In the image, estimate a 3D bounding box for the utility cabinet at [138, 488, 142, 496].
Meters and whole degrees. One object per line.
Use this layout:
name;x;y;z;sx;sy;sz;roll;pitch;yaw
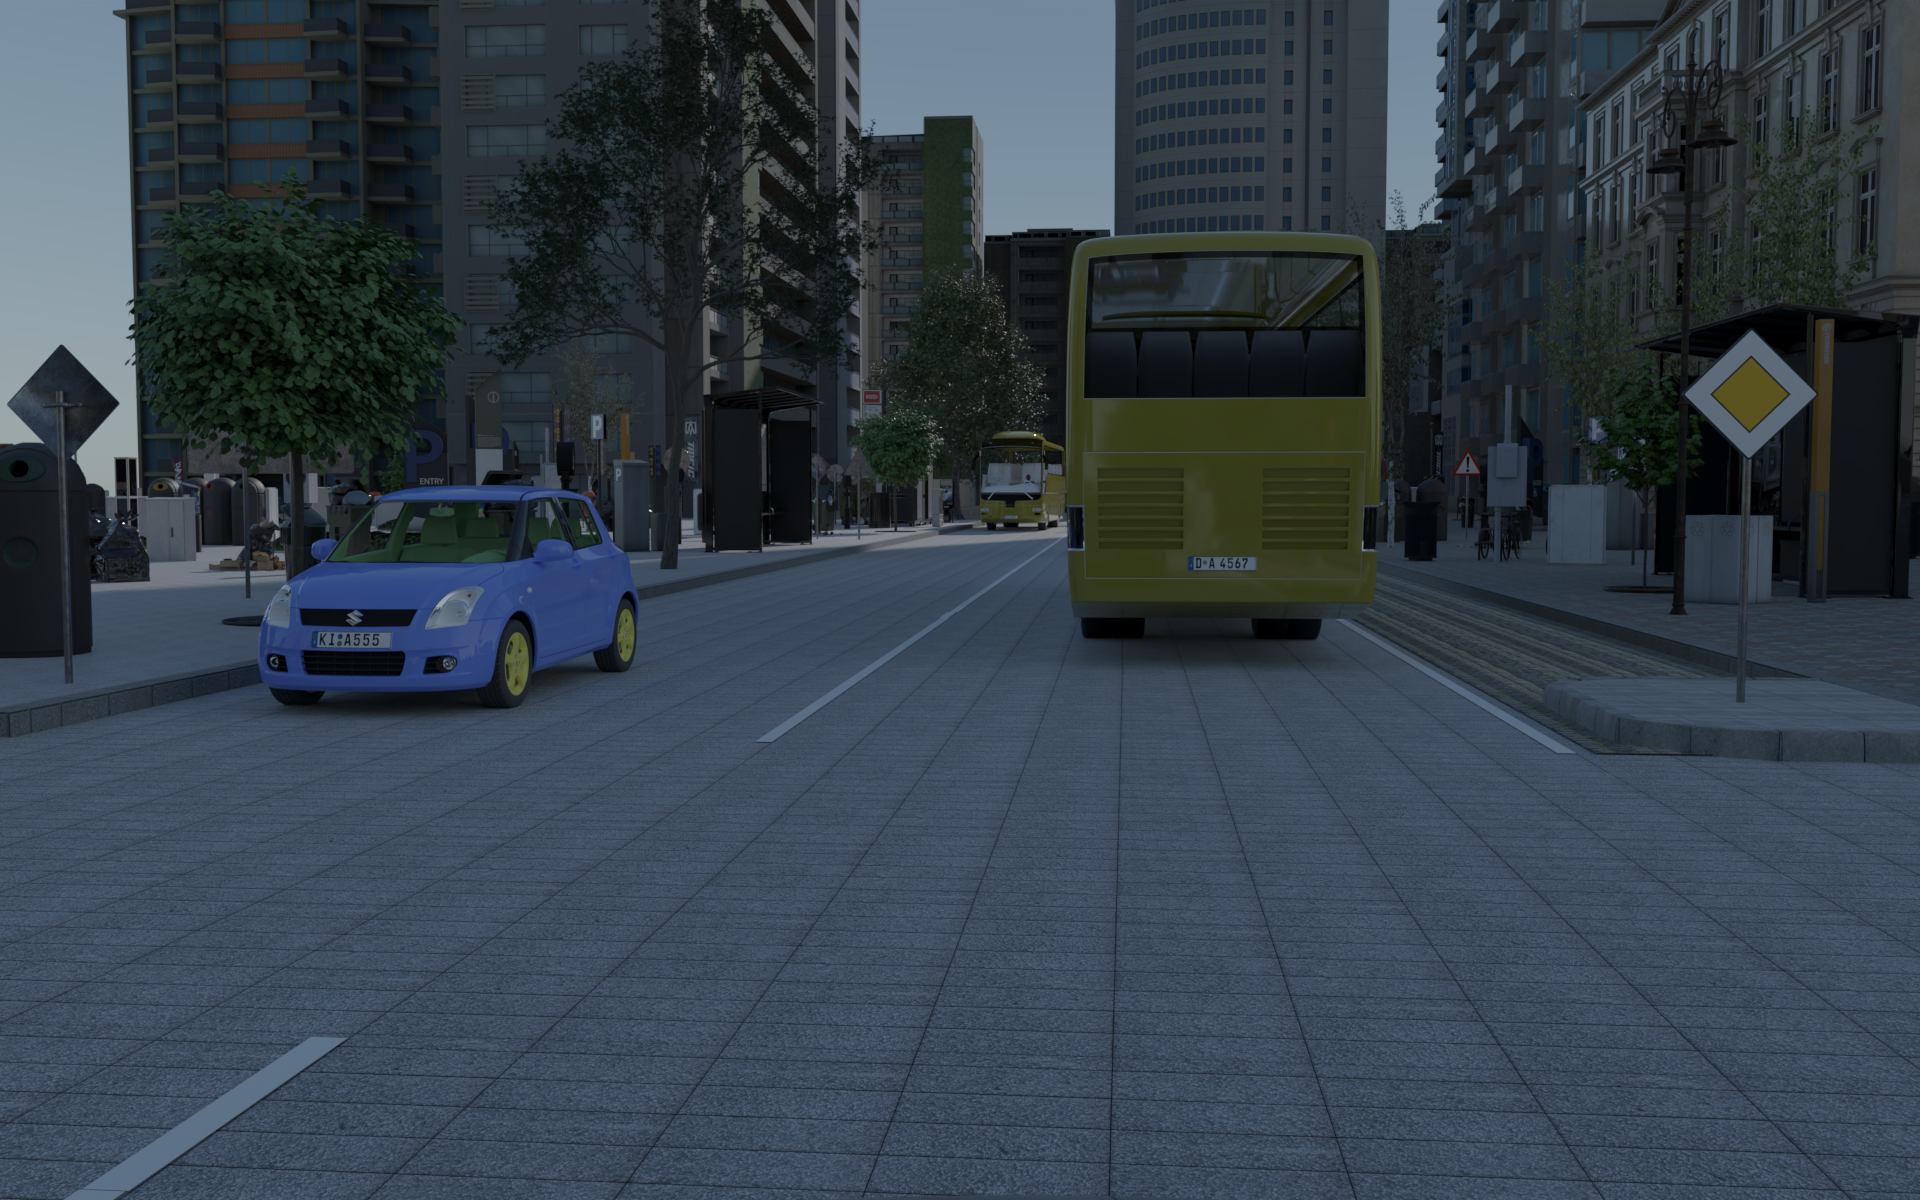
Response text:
utility cabinet;-27.192;-2.955;56.994;0.318;1.500;1.173;-3;4;-38

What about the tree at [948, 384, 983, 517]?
tree;0.874;-9.057;98.442;4.360;8.622;3.978;0;3;0

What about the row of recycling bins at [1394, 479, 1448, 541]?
row of recycling bins;11.636;-2.489;47.809;3.534;1.692;1.069;1;4;13

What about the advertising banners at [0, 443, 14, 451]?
advertising banners;-32.087;-3.886;59.727;2.074;3.025;0.090;0;4;1

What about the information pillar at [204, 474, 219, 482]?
information pillar;-25.808;-4.179;59.686;0.504;3.616;0.183;-1;4;-19

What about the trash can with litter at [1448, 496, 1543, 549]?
trash can with litter;12.800;-1.842;41.169;1.678;1.210;2.233;-2;4;-25

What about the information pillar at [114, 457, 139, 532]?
information pillar;-16.608;-1.837;34.533;0.304;2.012;0.304;1;4;10

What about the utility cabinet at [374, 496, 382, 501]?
utility cabinet;-21.597;-3.326;65.542;1.020;1.237;0.306;-2;4;-31

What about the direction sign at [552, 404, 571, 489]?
direction sign;-10.118;-3.185;44.073;0.379;3.537;0.876;1;4;16

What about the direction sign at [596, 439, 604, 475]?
direction sign;-14.819;-4.854;71.353;0.379;3.537;0.876;0;4;5

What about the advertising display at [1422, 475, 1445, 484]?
advertising display;15.960;-3.257;58.465;0.123;1.923;0.974;-2;4;-27

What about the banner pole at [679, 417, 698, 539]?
banner pole;-7.828;-3.644;49.599;0.863;3.779;0.401;2;4;25

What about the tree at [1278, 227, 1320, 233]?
tree;14.112;-9.520;73.783;7.486;12.596;7.792;0;3;0

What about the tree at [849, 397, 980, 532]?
tree;-2.114;-4.583;58.647;4.285;4.588;4.351;0;3;0

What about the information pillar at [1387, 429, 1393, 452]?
information pillar;15.071;-4.246;60.777;0.183;3.616;0.504;0;3;0

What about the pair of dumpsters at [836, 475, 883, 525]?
pair of dumpsters;-4.187;-4.313;73.008;1.574;2.255;4.437;0;4;5

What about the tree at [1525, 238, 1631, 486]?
tree;18.747;-6.141;50.762;4.737;8.622;4.395;0;3;0

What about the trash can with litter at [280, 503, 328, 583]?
trash can with litter;-8.568;-0.718;23.130;1.055;1.170;0.624;2;4;30

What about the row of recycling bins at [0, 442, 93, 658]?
row of recycling bins;-8.760;-0.427;14.088;3.534;1.692;1.069;0;4;7

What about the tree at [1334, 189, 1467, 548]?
tree;10.080;-5.554;41.169;4.360;8.622;3.978;0;3;0

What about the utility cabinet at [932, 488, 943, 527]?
utility cabinet;-0.867;-3.624;67.930;0.318;1.500;1.173;0;4;6

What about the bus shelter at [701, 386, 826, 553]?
bus shelter;-4.549;-3.040;40.988;1.731;3.624;6.357;0;4;6

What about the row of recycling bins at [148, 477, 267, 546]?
row of recycling bins;-18.982;-2.237;43.695;3.534;1.692;1.069;1;4;21

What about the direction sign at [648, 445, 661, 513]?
direction sign;-14.090;-5.380;79.966;0.876;3.537;0.379;3;5;43

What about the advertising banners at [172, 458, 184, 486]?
advertising banners;-36.755;-5.321;83.184;2.074;3.025;0.090;0;4;-5

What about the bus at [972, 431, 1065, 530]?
bus;2.670;-4.890;71.504;2.896;3.916;12.252;0;4;7

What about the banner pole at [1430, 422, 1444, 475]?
banner pole;16.639;-4.318;60.617;0.863;3.779;0.401;-3;4;-36

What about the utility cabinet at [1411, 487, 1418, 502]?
utility cabinet;14.288;-2.811;54.634;1.173;1.500;0.318;-2;4;-26

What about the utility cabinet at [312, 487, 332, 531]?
utility cabinet;-20.264;-2.861;55.456;0.318;1.500;1.173;2;4;34

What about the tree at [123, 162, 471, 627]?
tree;-6.625;-2.050;17.239;4.285;4.588;4.351;0;3;0

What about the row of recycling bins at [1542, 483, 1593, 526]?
row of recycling bins;22.174;-3.522;64.694;3.534;1.692;1.069;0;4;-8

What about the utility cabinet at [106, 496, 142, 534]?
utility cabinet;-22.825;-2.222;47.490;1.020;1.237;0.306;-1;4;-18

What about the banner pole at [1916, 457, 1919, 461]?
banner pole;9.132;-1.575;15.776;0.863;3.779;0.401;0;4;-3

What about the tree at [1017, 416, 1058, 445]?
tree;6.683;-12.456;154.025;4.360;8.622;3.978;0;3;0

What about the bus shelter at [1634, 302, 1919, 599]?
bus shelter;11.192;-2.018;24.280;1.731;3.624;6.357;0;4;6

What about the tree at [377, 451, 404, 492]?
tree;-25.045;-5.021;76.692;1.663;3.219;1.824;0;3;0

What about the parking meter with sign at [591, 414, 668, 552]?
parking meter with sign;-7.259;-2.579;38.433;1.738;3.016;0.543;-3;5;-41

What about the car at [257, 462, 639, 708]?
car;-3.657;-0.195;12.782;1.945;1.707;3.694;0;4;7

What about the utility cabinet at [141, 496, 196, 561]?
utility cabinet;-15.152;-1.350;33.238;1.020;1.237;0.306;2;4;24

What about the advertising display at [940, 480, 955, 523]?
advertising display;-0.579;-4.438;77.775;0.123;1.923;0.974;-3;4;-37

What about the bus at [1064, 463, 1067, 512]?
bus;9.191;-8.947;137.828;2.896;3.916;12.252;0;4;5

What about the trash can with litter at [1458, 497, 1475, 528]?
trash can with litter;19.233;-3.329;65.810;0.624;1.170;1.055;1;4;13

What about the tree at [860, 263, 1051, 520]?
tree;-0.143;-10.348;86.193;9.611;12.733;9.660;0;3;0

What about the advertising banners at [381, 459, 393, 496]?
advertising banners;-28.705;-5.553;86.987;0.090;3.025;2.074;0;4;4

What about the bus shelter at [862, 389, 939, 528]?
bus shelter;-2.406;-5.592;69.059;2.179;5.291;8.768;0;4;6

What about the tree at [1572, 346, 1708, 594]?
tree;8.890;-1.721;22.741;1.663;3.219;1.824;0;3;0

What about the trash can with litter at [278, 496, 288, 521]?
trash can with litter;-32.900;-4.375;82.589;2.233;1.210;1.678;0;4;-5

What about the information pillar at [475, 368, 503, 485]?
information pillar;-8.686;-2.487;32.021;0.504;3.616;0.183;-1;4;-21

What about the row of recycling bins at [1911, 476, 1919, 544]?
row of recycling bins;21.954;-2.062;40.822;3.534;1.692;1.069;3;4;38

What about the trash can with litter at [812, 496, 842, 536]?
trash can with litter;-4.513;-2.632;54.095;1.678;1.210;2.233;0;4;-5

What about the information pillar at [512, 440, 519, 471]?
information pillar;-19.425;-5.163;75.775;0.183;3.616;0.504;1;4;10

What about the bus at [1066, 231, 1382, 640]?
bus;2.614;-1.737;19.954;2.896;3.916;12.252;0;4;5

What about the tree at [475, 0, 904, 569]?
tree;-4.654;-5.798;29.218;7.601;10.594;8.767;1;4;14

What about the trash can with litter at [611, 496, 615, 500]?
trash can with litter;-17.123;-4.708;88.035;2.233;1.210;1.678;0;4;2

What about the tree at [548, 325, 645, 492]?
tree;-15.936;-7.618;74.913;4.360;8.622;3.978;0;3;0

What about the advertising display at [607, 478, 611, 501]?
advertising display;-14.154;-3.955;69.877;0.123;1.923;0.974;-1;4;-11

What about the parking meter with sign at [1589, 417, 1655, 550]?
parking meter with sign;15.238;-2.655;39.675;1.738;3.016;0.543;-2;4;-26

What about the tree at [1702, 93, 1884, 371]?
tree;15.257;-5.035;32.687;4.737;8.622;4.395;0;3;0
